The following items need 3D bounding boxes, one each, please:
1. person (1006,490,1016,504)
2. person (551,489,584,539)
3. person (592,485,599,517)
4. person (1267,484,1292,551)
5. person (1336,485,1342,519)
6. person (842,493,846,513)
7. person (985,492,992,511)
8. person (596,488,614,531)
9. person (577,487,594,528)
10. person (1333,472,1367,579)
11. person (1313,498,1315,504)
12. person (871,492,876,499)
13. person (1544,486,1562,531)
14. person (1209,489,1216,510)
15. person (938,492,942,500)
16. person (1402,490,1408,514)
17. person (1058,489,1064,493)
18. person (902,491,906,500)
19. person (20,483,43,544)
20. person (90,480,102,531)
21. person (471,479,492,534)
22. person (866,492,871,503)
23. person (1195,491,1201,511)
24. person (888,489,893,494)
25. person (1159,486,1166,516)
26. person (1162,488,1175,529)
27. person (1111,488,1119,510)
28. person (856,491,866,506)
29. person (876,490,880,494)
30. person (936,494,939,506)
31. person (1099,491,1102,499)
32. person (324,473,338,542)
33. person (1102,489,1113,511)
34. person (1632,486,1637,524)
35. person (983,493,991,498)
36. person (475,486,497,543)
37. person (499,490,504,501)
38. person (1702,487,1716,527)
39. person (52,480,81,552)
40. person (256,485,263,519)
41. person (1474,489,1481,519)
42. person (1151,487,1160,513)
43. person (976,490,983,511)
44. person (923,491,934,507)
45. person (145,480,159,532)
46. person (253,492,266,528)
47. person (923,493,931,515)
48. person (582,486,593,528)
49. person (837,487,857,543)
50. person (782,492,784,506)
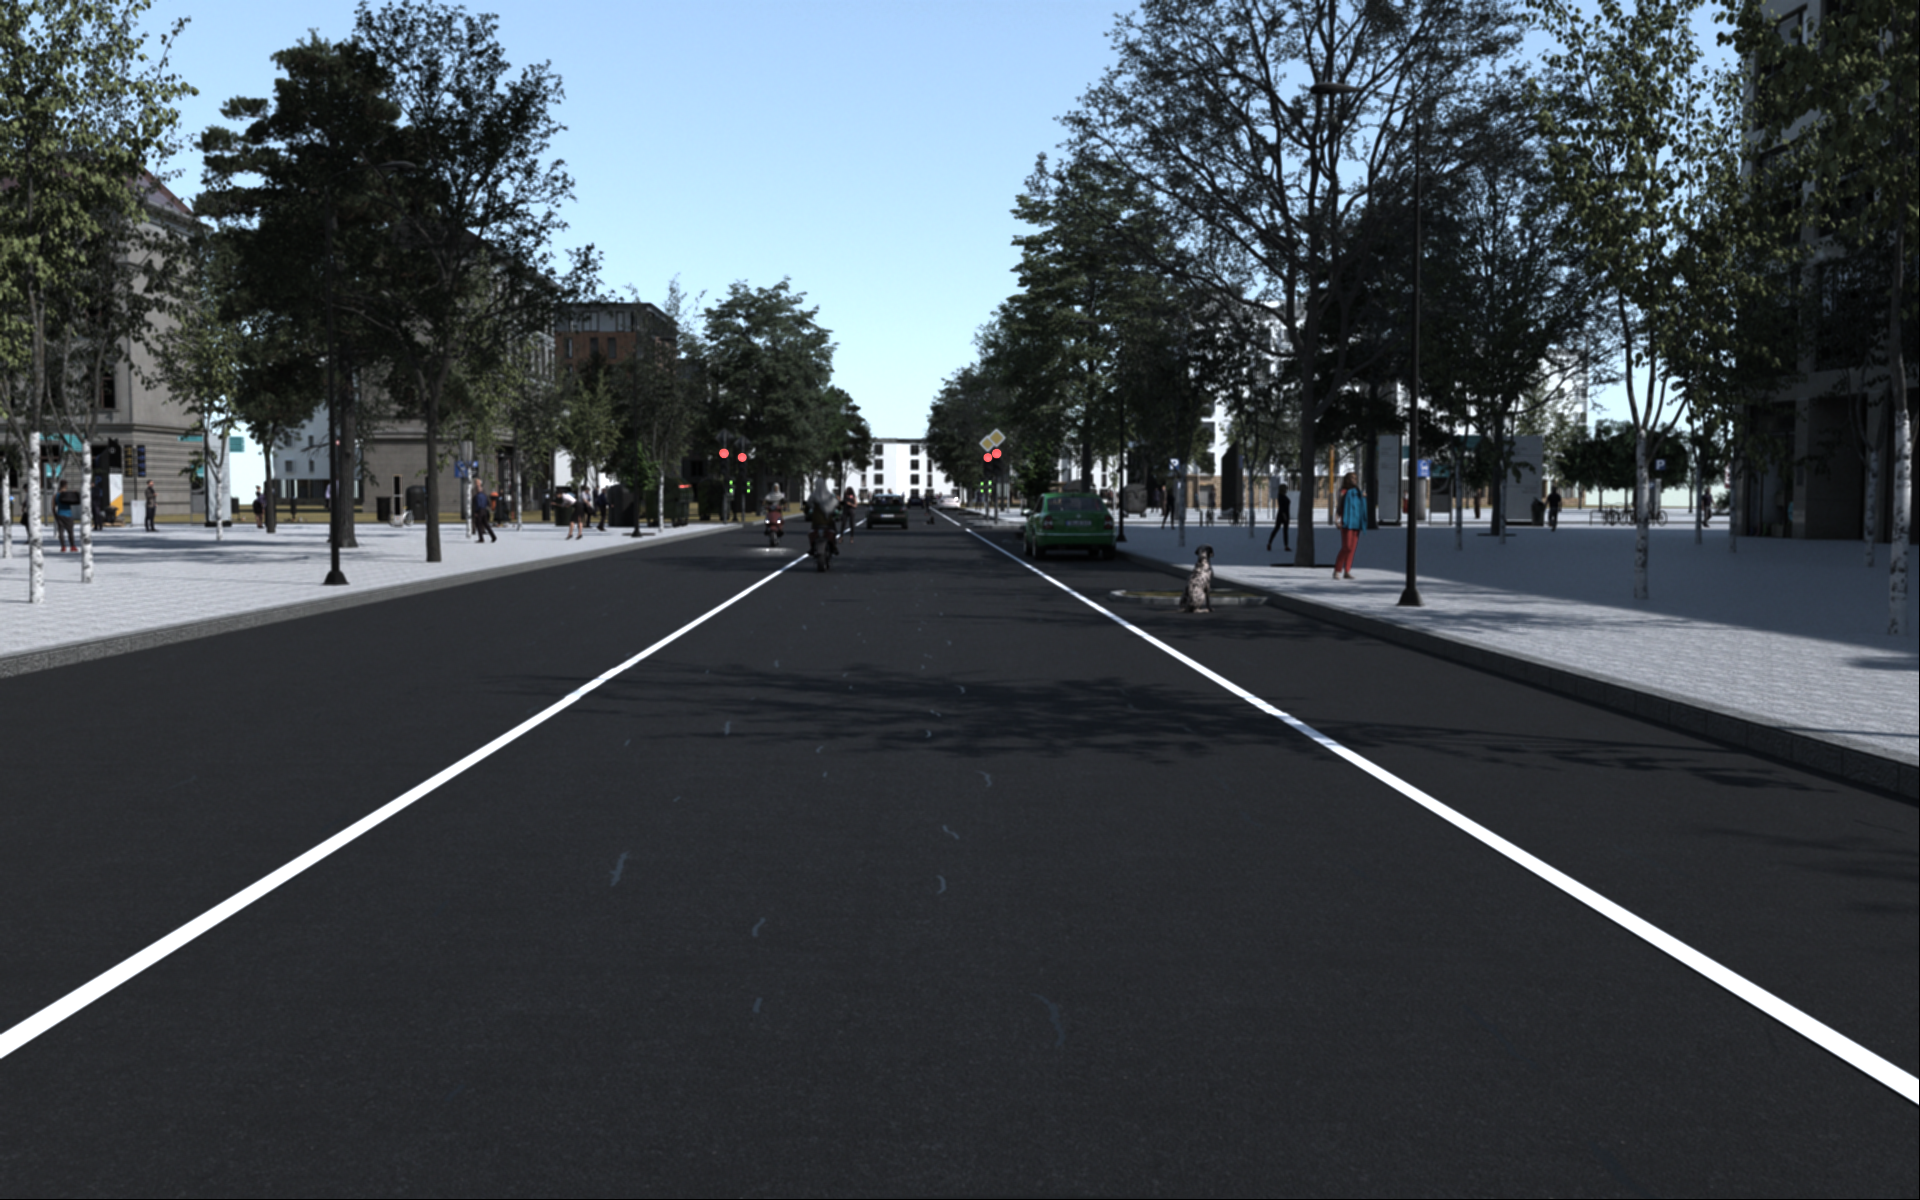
[{"bbox_3d":[6.486,-13.219,222.143,1.348,1.831,0.705,-1,4,-14],"label":"person"},{"bbox_3d":[-11.056,-2.428,48.938,0.799,1.438,0.628,-3,5,-41],"label":"person"},{"bbox_3d":[-19.960,-5.433,95.321,0.568,1.767,0.683,-3,5,-40],"label":"person"},{"bbox_3d":[7.220,-1.868,39.127,0.613,1.512,0.480,1,4,22],"label":"person"},{"bbox_3d":[19.482,-4.993,88.342,0.551,1.740,0.621,0,4,4],"label":"person"},{"bbox_3d":[-8.691,-7.348,131.108,0.523,1.526,0.387,1,4,18],"label":"person"},{"bbox_3d":[2.106,-7.431,129.003,0.566,1.644,0.517,2,4,32],"label":"person"},{"bbox_3d":[-12.350,-3.152,60.267,0.600,1.496,0.574,-1,4,-11],"label":"person"},{"bbox_3d":[-14.051,-3.469,64.967,0.590,1.554,0.614,0,4,3],"label":"person"},{"bbox_3d":[5.891,-1.126,26.155,0.593,1.614,0.444,-1,4,-10],"label":"person"},{"bbox_3d":[24.565,-6.862,120.933,0.574,1.496,0.600,-2,4,-31],"label":"person"},{"bbox_3d":[-11.237,-13.186,224.885,0.445,1.727,0.742,2,4,24],"label":"person"},{"bbox_3d":[20.487,-3.159,59.898,0.569,1.553,0.471,2,4,26],"label":"person"},{"bbox_3d":[20.481,-8.171,140.456,0.655,1.722,0.431,-3,5,-45],"label":"person"},{"bbox_3d":[-2.291,-11.454,197.242,0.593,1.643,0.415,1,4,13],"label":"person"},{"bbox_3d":[29.011,-6.368,112.623,0.523,1.526,0.387,-1,4,-22],"label":"person"},{"bbox_3d":[4.258,-3.852,70.475,0.517,1.644,0.566,0,4,2],"label":"person"},{"bbox_3d":[-7.289,-13.322,226.189,0.599,1.838,0.709,-2,4,-23],"label":"person"},{"bbox_3d":[-23.794,-2.210,44.393,0.614,1.554,0.590,3,4,38],"label":"person"},{"bbox_3d":[-30.409,-3.319,60.759,0.683,1.767,0.568,1,4,19],"label":"person"},{"bbox_3d":[-15.306,-2.973,55.212,0.434,1.755,0.990,3,4,38],"label":"person"},{"bbox_3d":[-11.151,-12.389,211.782,0.721,1.743,1.217,-2,4,-29],"label":"person"},{"bbox_3d":[17.805,-7.440,129.901,0.499,1.552,0.429,-2,4,-32],"label":"person"},{"bbox_3d":[-4.118,-5.568,100.217,0.600,1.739,0.565,-1,4,-8],"label":"person"},{"bbox_3d":[11.805,-5.765,100.849,0.434,1.755,0.990,0,4,-5],"label":"person"},{"bbox_3d":[7.645,-3.360,63.514,0.613,1.512,0.480,2,4,30],"label":"person"},{"bbox_3d":[12.524,-8.202,140.696,0.990,1.755,0.434,-2,4,-23],"label":"person"},{"bbox_3d":[-11.885,-12.311,209.799,1.348,1.823,0.705,0,4,4],"label":"person"},{"bbox_3d":[-6.202,-7.448,131.212,0.436,1.711,0.756,2,4,25],"label":"person"},{"bbox_3d":[-2.676,-12.053,208.796,0.599,1.433,0.991,1,4,14],"label":"person"},{"bbox_3d":[17.789,-12.913,218.643,0.415,1.643,0.593,2,4,25],"label":"person"},{"bbox_3d":[-16.491,-2.448,45.931,0.709,1.838,0.599,-1,4,-17],"label":"person"},{"bbox_3d":[11.615,-7.778,134.684,0.593,1.643,0.415,-2,4,-24],"label":"person"},{"bbox_3d":[29.058,-4.121,74.106,0.600,1.739,0.565,0,4,-5],"label":"person"},{"bbox_3d":[2.477,-9.668,164.191,1.350,1.814,0.705,-3,5,-41],"label":"person"},{"bbox_3d":[-12.674,-2.271,45.869,0.600,1.496,0.574,3,5,44],"label":"person"},{"bbox_3d":[-27.419,-5.815,103.382,0.388,1.546,0.482,-3,5,-44],"label":"person"},{"bbox_3d":[29.025,-3.606,67.211,0.569,1.553,0.471,1,4,12],"label":"person"},{"bbox_3d":[-19.828,-1.872,38.521,0.647,1.594,0.662,-2,4,-24],"label":"person"},{"bbox_3d":[-35.794,-5.000,88.598,0.445,1.727,0.742,-3,4,-38],"label":"person"},{"bbox_3d":[27.016,-5.024,90.463,0.388,1.546,0.482,1,4,10],"label":"person"},{"bbox_3d":[13.532,-6.961,120.302,0.683,1.767,0.568,-1,4,-20],"label":"person"},{"bbox_3d":[1.509,-7.866,135.094,0.683,1.767,0.568,1,4,14],"label":"person"},{"bbox_3d":[-3.528,-11.027,188.818,1.348,1.821,0.705,1,4,15],"label":"person"},{"bbox_3d":[-27.478,-3.212,59.090,0.750,1.759,0.617,1,4,18],"label":"person"},{"bbox_3d":[-26.062,-3.390,64.708,0.697,1.427,0.421,1,4,12],"label":"person"},{"bbox_3d":[-2.205,-6.540,117.967,0.480,1.512,0.613,1,4,20],"label":"person"},{"bbox_3d":[-14.137,-3.517,65.609,0.319,1.574,0.516,-2,4,-27],"label":"person"},{"bbox_3d":[-3.295,-2.469,50.345,0.593,1.643,0.415,-2,4,-24],"label":"person"},{"bbox_3d":[-22.502,-12.764,215.679,0.756,1.711,0.436,1,4,16],"label":"person"}]
